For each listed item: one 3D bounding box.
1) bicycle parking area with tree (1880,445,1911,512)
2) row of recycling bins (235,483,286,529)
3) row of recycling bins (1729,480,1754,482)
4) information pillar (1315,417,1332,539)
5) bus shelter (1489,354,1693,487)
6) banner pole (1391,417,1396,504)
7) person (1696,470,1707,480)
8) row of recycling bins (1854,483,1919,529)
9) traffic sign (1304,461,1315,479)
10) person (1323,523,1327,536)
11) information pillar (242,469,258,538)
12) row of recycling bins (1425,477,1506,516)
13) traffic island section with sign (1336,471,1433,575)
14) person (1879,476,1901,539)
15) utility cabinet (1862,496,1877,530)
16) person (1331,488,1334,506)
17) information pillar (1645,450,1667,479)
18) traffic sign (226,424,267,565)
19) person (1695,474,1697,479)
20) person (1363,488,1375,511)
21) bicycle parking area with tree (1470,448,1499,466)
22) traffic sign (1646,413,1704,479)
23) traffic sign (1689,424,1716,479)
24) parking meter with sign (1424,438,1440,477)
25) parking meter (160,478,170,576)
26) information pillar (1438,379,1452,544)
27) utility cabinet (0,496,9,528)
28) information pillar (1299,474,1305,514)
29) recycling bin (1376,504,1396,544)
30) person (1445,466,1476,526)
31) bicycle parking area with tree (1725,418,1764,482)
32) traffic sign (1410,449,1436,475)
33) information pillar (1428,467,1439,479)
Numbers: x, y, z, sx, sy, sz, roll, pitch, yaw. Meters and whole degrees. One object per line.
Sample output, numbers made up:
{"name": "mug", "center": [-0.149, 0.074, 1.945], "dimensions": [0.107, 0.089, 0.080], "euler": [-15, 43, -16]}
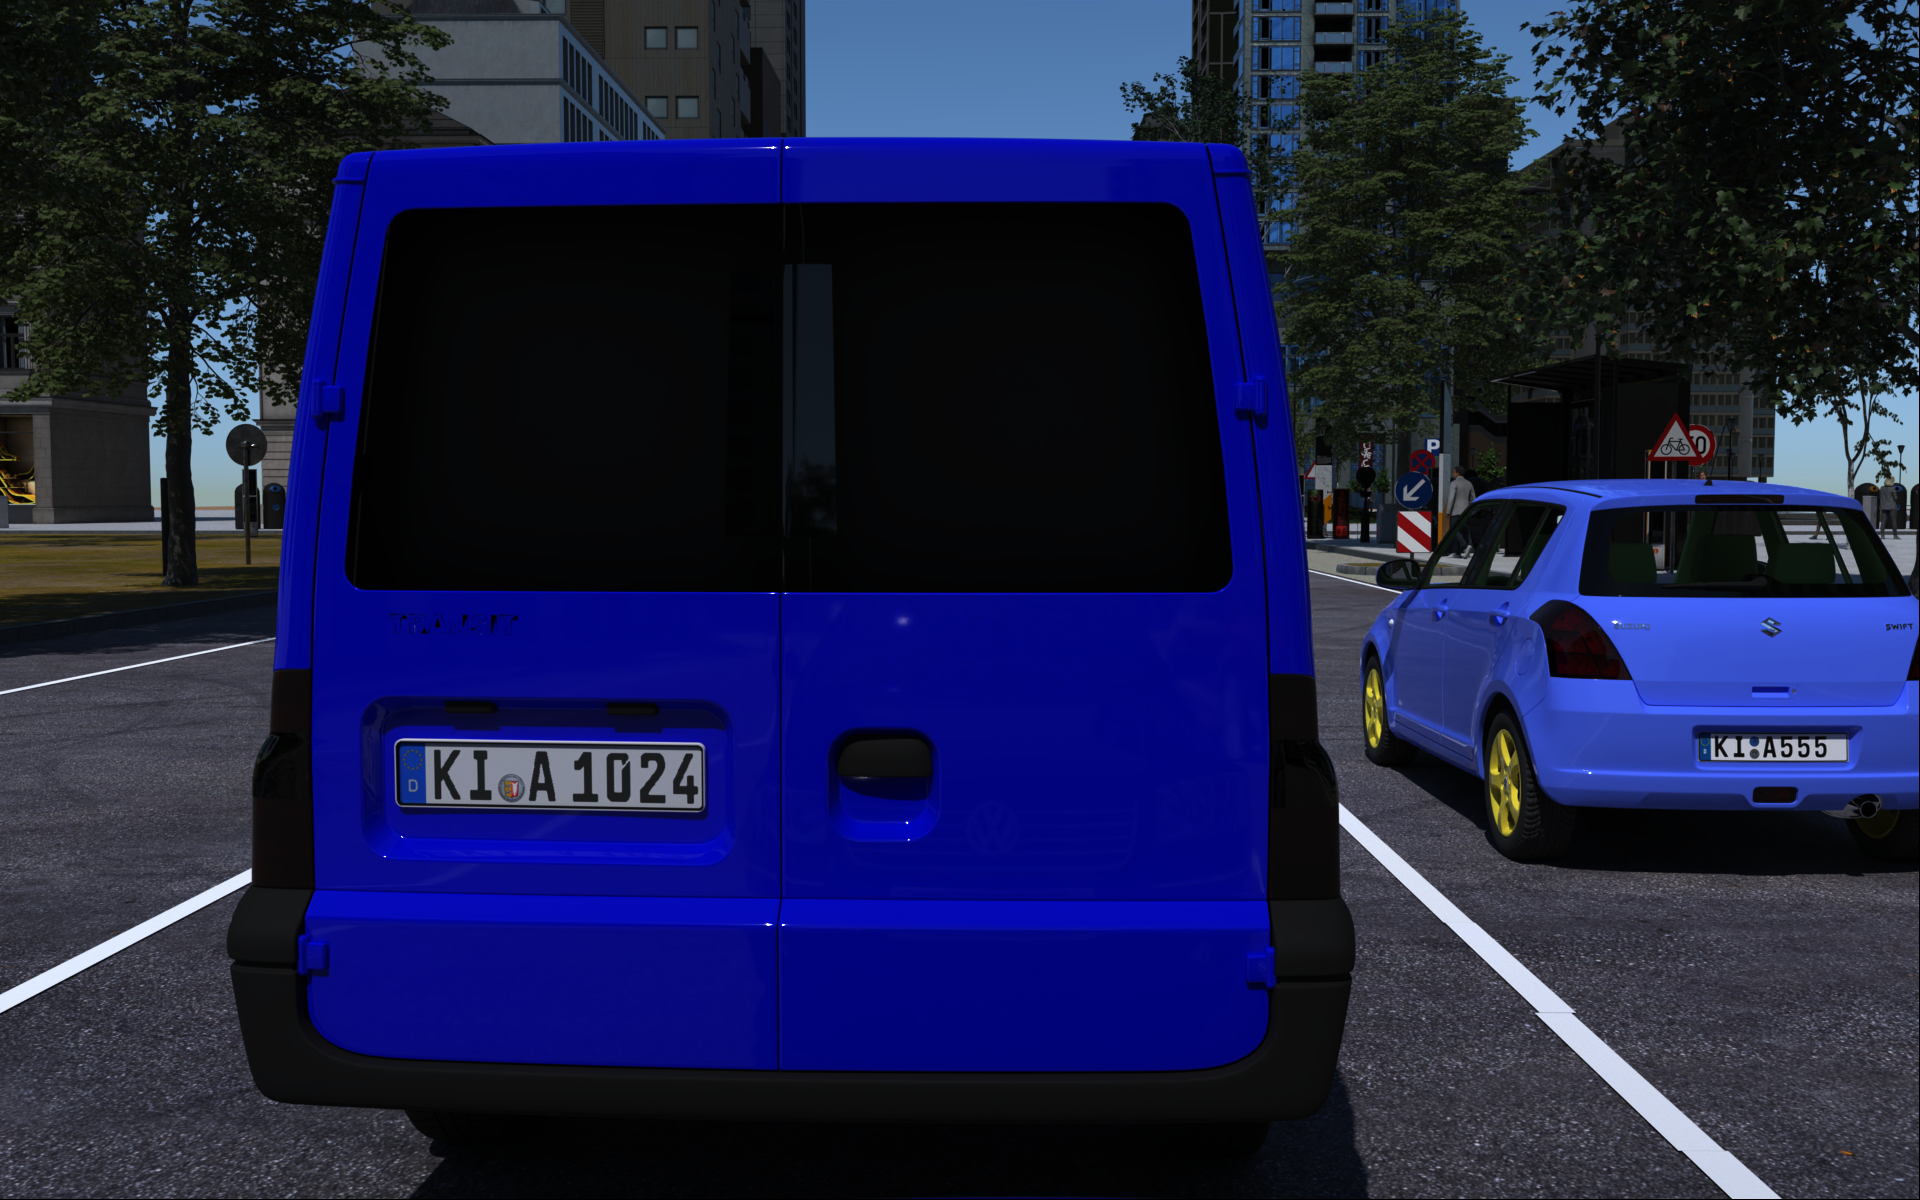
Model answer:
{"name": "bicycle parking area with tree", "center": [56.143, -6.872, 99.367], "dimensions": [9.016, 4.147, 8.231], "euler": [-1, 4, -11]}
{"name": "row of recycling bins", "center": [-24.792, -3.465, 63.763], "dimensions": [3.534, 1.692, 1.069], "euler": [-2, 4, -27]}
{"name": "row of recycling bins", "center": [22.852, -2.748, 52.048], "dimensions": [3.534, 1.692, 1.069], "euler": [-2, 4, -30]}
{"name": "information pillar", "center": [10.425, -3.571, 49.744], "dimensions": [0.504, 3.616, 0.183], "euler": [0, 4, -5]}
{"name": "bus shelter", "center": [11.568, -2.505, 32.235], "dimensions": [1.731, 3.624, 6.357], "euler": [0, 4, 1]}
{"name": "banner pole", "center": [12.780, -3.730, 51.009], "dimensions": [0.401, 3.779, 0.863], "euler": [1, 4, 19]}
{"name": "person", "center": [16.794, -2.029, 39.234], "dimensions": [0.555, 1.821, 0.388], "euler": [-1, 4, -16]}
{"name": "row of recycling bins", "center": [34.625, -3.435, 63.283], "dimensions": [3.534, 1.692, 1.069], "euler": [1, 4, 21]}
{"name": "traffic sign", "center": [12.655, -3.761, 61.501], "dimensions": [0.884, 2.594, 0.081], "euler": [0, 4, 6]}
{"name": "person", "center": [11.150, -2.879, 53.220], "dimensions": [0.391, 1.810, 0.635], "euler": [1, 4, 12]}
{"name": "information pillar", "center": [-20.930, -2.849, 51.072], "dimensions": [0.304, 2.012, 0.304], "euler": [3, 4, 37]}
{"name": "row of recycling bins", "center": [12.356, -2.146, 42.208], "dimensions": [1.069, 1.692, 3.534], "euler": [-1, 4, -18]}
{"name": "traffic island section with sign", "center": [7.855, -1.375, 31.117], "dimensions": [1.989, 1.847, 2.006], "euler": [0, 4, 1]}
{"name": "person", "center": [26.409, -2.631, 49.235], "dimensions": [0.526, 1.800, 0.537], "euler": [-1, 4, -19]}
{"name": "utility cabinet", "center": [32.305, -3.079, 61.507], "dimensions": [0.306, 1.237, 1.020], "euler": [3, 4, 38]}
{"name": "person", "center": [28.183, -7.581, 130.749], "dimensions": [0.760, 1.731, 0.466], "euler": [-1, 4, -18]}
{"name": "information pillar", "center": [11.599, -1.493, 28.909], "dimensions": [0.304, 2.012, 0.304], "euler": [1, 4, 11]}
{"name": "traffic sign", "center": [-12.943, -1.916, 31.429], "dimensions": [0.768, 2.556, 0.104], "euler": [0, 4, 3]}
{"name": "person", "center": [18.810, -2.323, 44.361], "dimensions": [0.601, 1.785, 0.444], "euler": [0, 4, -5]}
{"name": "person", "center": [23.876, -5.786, 101.043], "dimensions": [0.661, 1.777, 0.834], "euler": [0, 4, 7]}
{"name": "bicycle parking area with tree", "center": [34.528, -7.377, 107.614], "dimensions": [8.231, 4.147, 9.016], "euler": [1, 4, 20]}
{"name": "traffic sign", "center": [11.459, -1.701, 27.820], "dimensions": [0.884, 2.594, 0.081], "euler": [0, 4, 5]}
{"name": "traffic sign", "center": [13.354, -1.925, 31.578], "dimensions": [0.768, 2.556, 0.104], "euler": [0, 4, 3]}
{"name": "parking meter with sign", "center": [14.526, -3.493, 53.365], "dimensions": [0.543, 3.016, 1.738], "euler": [1, 4, 18]}
{"name": "parking meter", "center": [-12.319, -1.147, 27.165], "dimensions": [0.372, 1.533, 0.369], "euler": [0, 3, 0]}
{"name": "information pillar", "center": [9.983, -2.711, 35.678], "dimensions": [0.183, 3.616, 0.504], "euler": [2, 4, 34]}
{"name": "utility cabinet", "center": [-36.000, -3.259, 64.449], "dimensions": [0.306, 1.237, 1.020], "euler": [2, 4, 34]}
{"name": "information pillar", "center": [12.614, -3.669, 64.477], "dimensions": [0.304, 2.012, 0.304], "euler": [-2, 4, -26]}
{"name": "recycling bin", "center": [11.259, -1.994, 45.152], "dimensions": [0.722, 1.027, 0.722], "euler": [0, 4, 8]}
{"name": "person", "center": [9.975, -1.742, 34.368], "dimensions": [0.661, 1.843, 0.795], "euler": [-2, 4, -26]}
{"name": "bicycle parking area with tree", "center": [26.670, -4.846, 66.228], "dimensions": [8.231, 4.147, 9.016], "euler": [2, 4, 24]}
{"name": "traffic sign", "center": [13.165, -3.018, 49.444], "dimensions": [0.768, 2.556, 0.104], "euler": [1, 4, 8]}
{"name": "information pillar", "center": [12.926, -2.611, 47.189], "dimensions": [0.304, 2.012, 0.304], "euler": [0, 4, -1]}
